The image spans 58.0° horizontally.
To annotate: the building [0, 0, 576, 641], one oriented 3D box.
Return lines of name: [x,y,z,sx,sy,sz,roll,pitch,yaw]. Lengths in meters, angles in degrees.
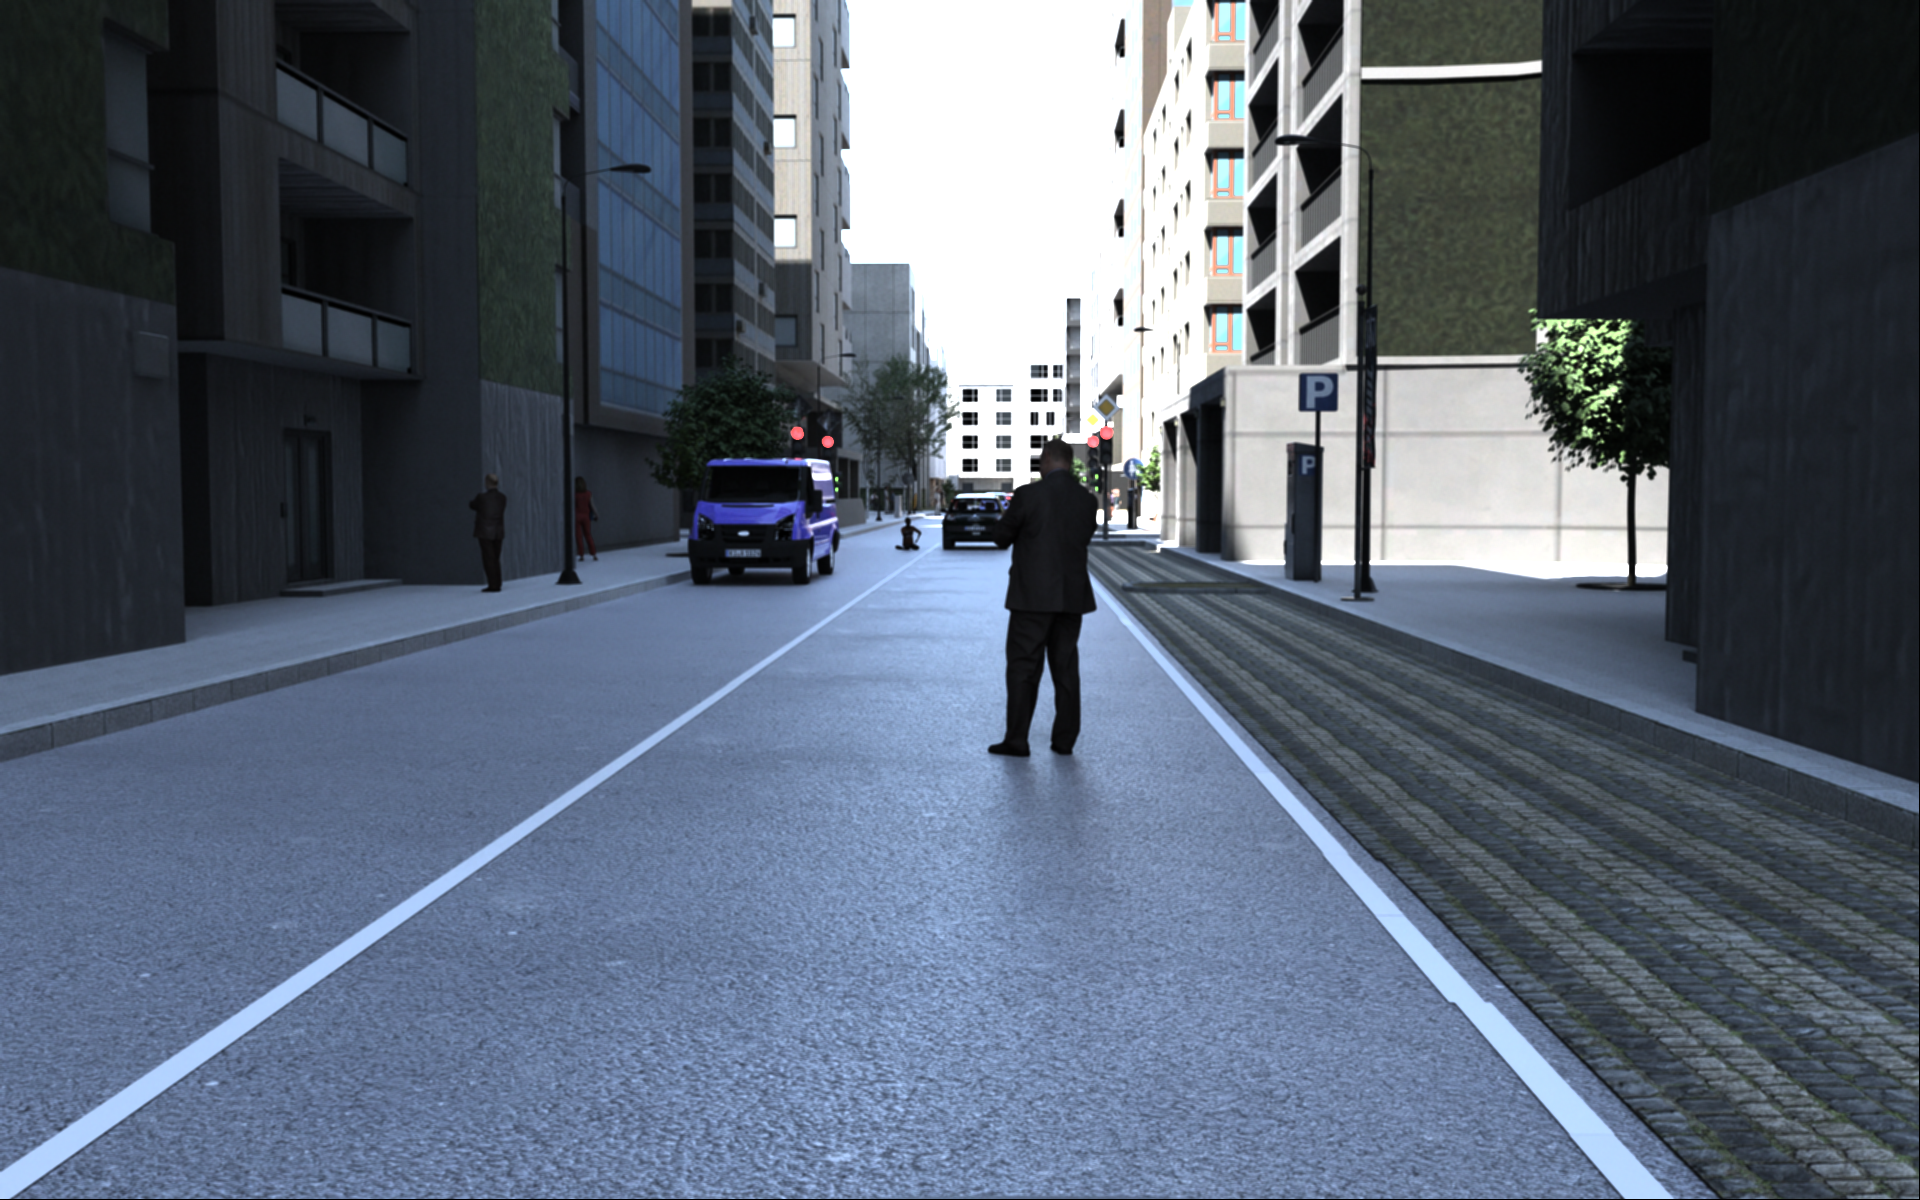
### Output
building: [-13.763,-20.675,21.626,14.154,41.232,14.086,0,4,2]

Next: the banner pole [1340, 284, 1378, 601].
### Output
banner pole: [4.808,-1.868,20.552,0.401,3.779,0.863,0,4,-3]

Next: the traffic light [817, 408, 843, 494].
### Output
traffic light: [-4.273,-4.146,56.706,0.839,4.253,0.868,0,4,2]

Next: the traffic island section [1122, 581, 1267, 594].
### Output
traffic island section: [3.415,-0.173,25.687,1.991,0.108,1.994,0,4,2]

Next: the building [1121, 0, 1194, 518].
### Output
building: [16.364,-27.195,94.757,14.600,45.320,14.200,0,4,2]

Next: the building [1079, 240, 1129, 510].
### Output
building: [25.566,-19.054,155.505,27.936,21.610,32.646,0,4,2]

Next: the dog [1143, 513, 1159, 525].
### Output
dog: [7.836,-3.307,70.897,0.540,0.507,0.406,-1,4,-18]

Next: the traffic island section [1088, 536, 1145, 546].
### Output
traffic island section: [4.106,-1.610,48.598,2.009,0.180,2.903,0,4,2]

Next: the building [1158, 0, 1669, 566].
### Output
building: [15.408,-36.504,35.097,20.563,71.187,20.611,0,4,2]

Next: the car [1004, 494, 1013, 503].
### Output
car: [3.416,-7.070,125.383,2.009,1.686,4.222,0,4,1]

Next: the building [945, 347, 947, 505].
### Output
building: [-7.310,-20.965,199.193,11.380,20.091,16.016,0,4,2]

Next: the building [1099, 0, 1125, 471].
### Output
building: [23.451,-32.194,115.603,28.713,52.752,27.495,0,4,2]

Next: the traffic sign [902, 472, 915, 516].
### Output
traffic sign: [-3.048,-6.201,101.498,0.768,2.556,0.104,0,4,7]

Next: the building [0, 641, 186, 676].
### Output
building: [-13.903,-19.784,7.067,14.154,41.232,14.086,0,4,2]

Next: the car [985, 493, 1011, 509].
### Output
car: [1.924,-5.354,97.121,1.945,1.707,3.694,0,4,1]

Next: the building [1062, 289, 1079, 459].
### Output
building: [24.915,-21.052,188.176,27.936,21.610,32.646,0,4,2]

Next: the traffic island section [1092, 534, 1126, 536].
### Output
traffic island section: [4.345,-2.098,56.579,2.009,0.180,2.903,0,4,2]

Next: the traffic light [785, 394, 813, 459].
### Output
traffic light: [-4.511,-3.658,48.725,0.839,4.253,0.868,0,4,2]

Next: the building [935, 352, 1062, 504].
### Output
building: [7.309,-21.903,224.575,31.486,18.905,16.747,0,4,2]

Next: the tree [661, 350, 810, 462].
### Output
tree: [-5.153,-3.424,39.695,4.285,4.588,4.351,0,3,0]

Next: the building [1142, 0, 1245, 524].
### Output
building: [22.906,-13.743,69.738,28.899,21.520,27.650,0,4,2]

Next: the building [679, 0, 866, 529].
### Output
building: [-20.458,-23.051,68.768,32.217,40.220,23.993,0,4,2]

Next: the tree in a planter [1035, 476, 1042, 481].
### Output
tree in a planter: [7.385,-9.849,158.259,1.991,3.239,1.994,0,4,2]

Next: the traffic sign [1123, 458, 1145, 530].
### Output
traffic sign: [6.158,-3.741,61.279,0.768,2.556,0.104,0,4,6]

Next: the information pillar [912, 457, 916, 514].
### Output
information pillar: [-2.902,-7.282,110.415,0.183,3.616,0.504,-1,4,-21]

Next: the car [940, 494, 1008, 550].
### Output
car: [0.442,-2.224,46.149,2.009,1.686,4.222,0,4,2]

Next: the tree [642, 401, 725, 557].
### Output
tree: [-5.496,-2.522,35.834,1.663,3.219,1.824,0,3,0]

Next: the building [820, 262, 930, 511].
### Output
building: [-11.710,-17.242,148.366,16.747,18.905,31.486,0,4,2]

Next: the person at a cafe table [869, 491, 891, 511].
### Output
person at a cafe table: [-6.118,-7.418,129.806,1.622,1.524,1.698,2,4,25]

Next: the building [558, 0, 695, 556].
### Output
building: [-14.520,-23.812,39.436,14.200,45.320,14.600,0,4,2]

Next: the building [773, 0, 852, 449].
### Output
building: [-21.130,-31.700,107.529,28.713,52.752,27.495,0,4,2]

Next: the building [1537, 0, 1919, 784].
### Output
building: [11.402,-14.644,11.136,14.160,30.474,14.107,0,4,2]

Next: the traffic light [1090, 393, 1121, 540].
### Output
traffic light: [4.067,-3.643,48.485,0.839,4.253,0.868,0,4,2]

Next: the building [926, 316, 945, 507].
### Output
building: [-10.122,-19.922,182.141,16.016,20.091,11.380,0,4,2]

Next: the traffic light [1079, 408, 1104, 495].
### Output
traffic light: [4.305,-4.131,56.466,0.839,4.253,0.868,0,4,2]
